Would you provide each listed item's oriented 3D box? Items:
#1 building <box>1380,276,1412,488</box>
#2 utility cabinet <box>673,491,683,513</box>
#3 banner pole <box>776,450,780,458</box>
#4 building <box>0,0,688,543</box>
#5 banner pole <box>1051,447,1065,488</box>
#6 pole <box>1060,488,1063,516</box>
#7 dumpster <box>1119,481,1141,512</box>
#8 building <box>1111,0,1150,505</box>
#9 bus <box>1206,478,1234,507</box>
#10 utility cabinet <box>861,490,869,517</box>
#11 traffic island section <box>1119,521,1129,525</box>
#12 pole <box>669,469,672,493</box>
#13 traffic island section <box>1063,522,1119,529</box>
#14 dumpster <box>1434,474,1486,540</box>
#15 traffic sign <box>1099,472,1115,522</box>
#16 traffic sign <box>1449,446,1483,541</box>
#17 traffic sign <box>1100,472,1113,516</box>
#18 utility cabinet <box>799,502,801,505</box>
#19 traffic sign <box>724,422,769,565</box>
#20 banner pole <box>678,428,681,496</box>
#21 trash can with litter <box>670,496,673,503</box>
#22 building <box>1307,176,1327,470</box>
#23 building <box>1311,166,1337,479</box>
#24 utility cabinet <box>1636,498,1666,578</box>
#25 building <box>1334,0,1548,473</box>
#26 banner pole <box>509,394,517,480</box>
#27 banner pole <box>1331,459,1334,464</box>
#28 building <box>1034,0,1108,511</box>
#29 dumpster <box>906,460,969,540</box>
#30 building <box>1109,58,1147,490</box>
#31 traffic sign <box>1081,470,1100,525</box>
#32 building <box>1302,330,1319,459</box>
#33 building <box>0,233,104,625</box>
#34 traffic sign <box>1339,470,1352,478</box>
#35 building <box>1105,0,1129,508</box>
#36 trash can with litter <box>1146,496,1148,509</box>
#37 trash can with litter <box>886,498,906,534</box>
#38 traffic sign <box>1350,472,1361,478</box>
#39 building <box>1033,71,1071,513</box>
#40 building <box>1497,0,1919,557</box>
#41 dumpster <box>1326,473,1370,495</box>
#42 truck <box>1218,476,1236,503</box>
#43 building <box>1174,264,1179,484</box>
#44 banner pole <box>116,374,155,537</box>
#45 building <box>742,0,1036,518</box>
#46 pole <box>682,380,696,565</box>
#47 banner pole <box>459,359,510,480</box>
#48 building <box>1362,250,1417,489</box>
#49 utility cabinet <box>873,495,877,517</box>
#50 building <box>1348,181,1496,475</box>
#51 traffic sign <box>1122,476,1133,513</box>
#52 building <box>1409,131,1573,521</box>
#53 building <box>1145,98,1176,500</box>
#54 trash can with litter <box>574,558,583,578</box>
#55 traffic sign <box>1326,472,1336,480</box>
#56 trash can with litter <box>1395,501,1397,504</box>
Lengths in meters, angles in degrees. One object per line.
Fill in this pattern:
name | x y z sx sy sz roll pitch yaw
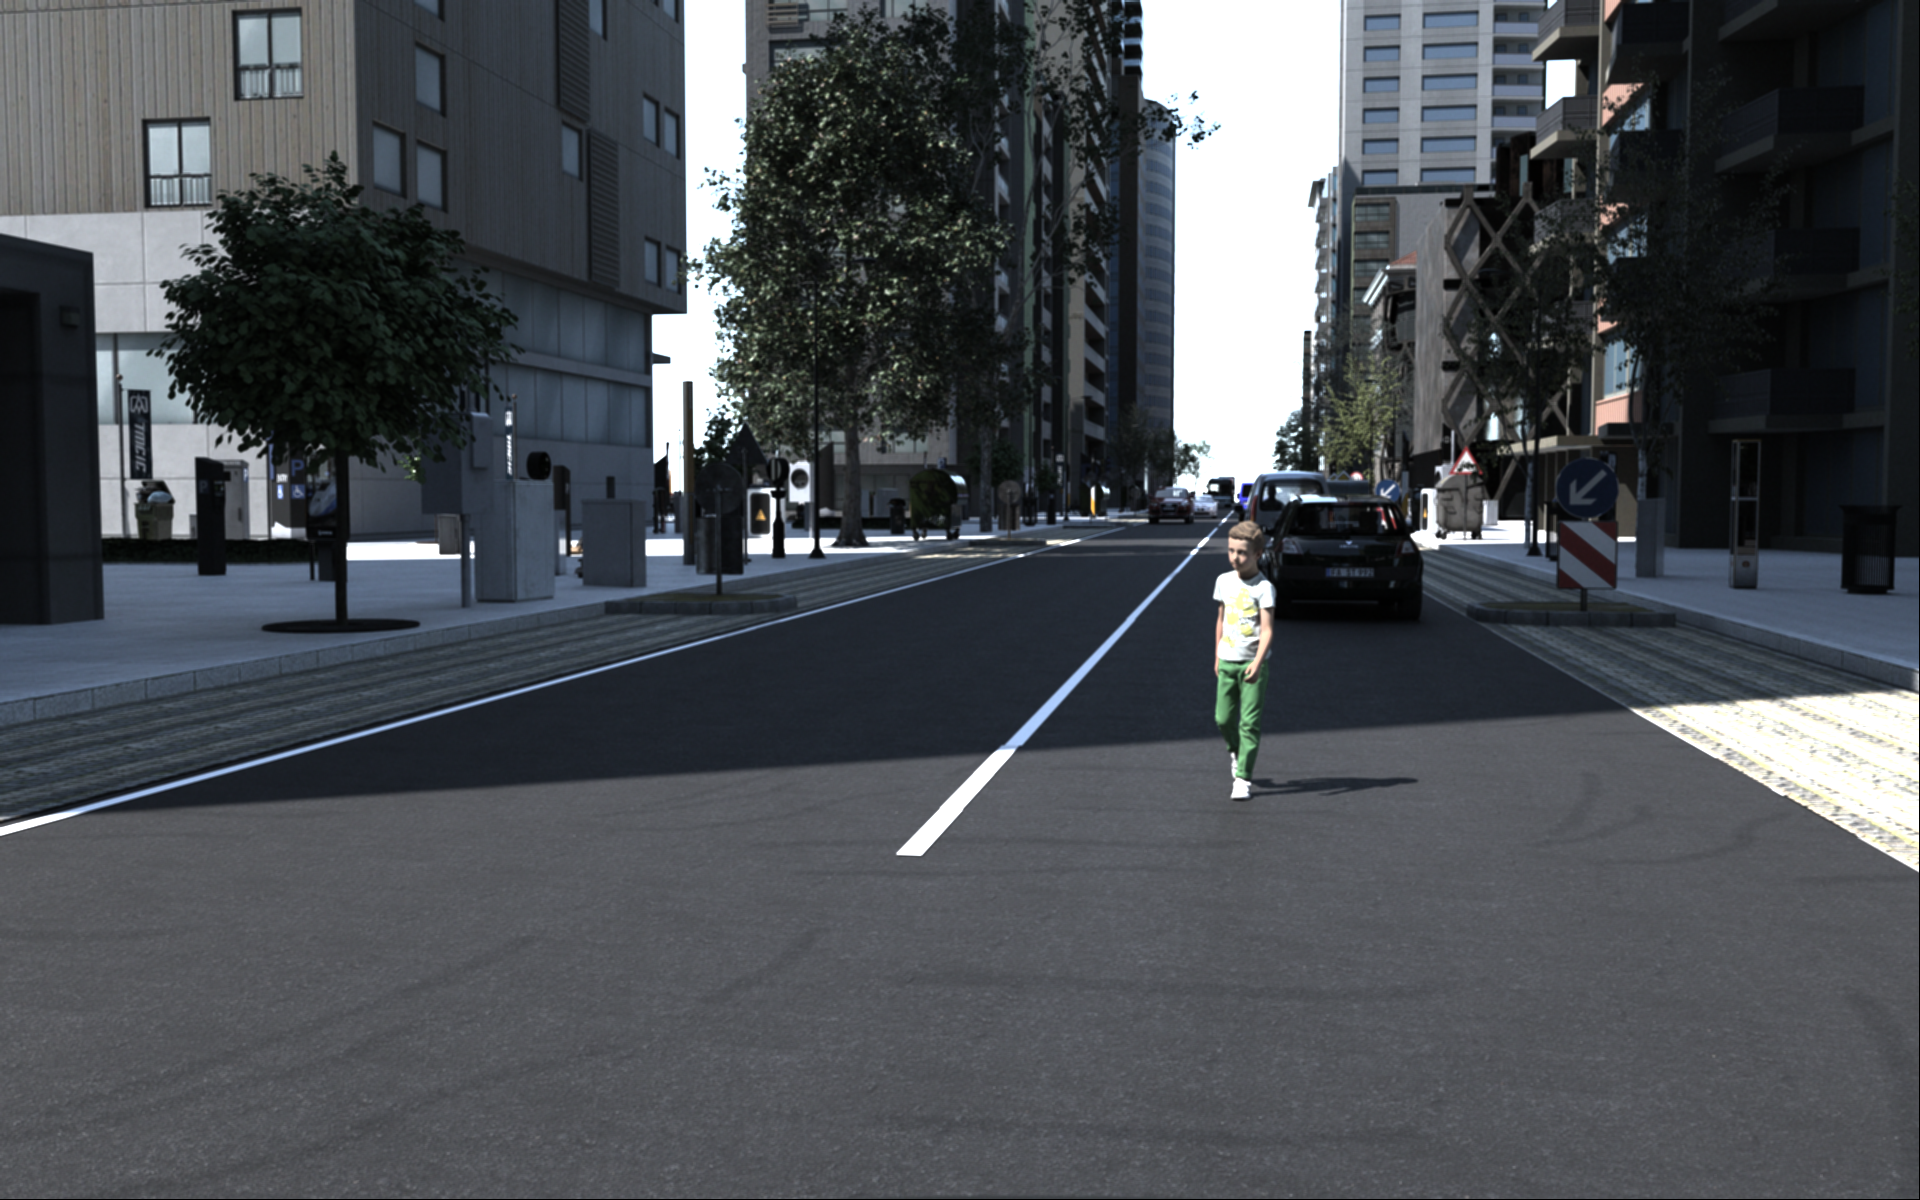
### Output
building | 37.898 -15.480 120.553 16.820 18.784 16.811 1 4 9
utility cabinet | -18.007 -6.238 110.674 0.318 1.500 1.173 0 4 6
banner pole | -7.347 -4.889 69.946 0.401 3.779 0.863 -1 4 -15
building | -26.144 -28.733 59.019 27.495 52.752 28.713 1 4 9
banner pole | 5.123 -6.211 91.559 0.863 3.779 0.401 0 4 -1
pole | 5.907 -6.531 100.631 0.158 3.312 0.155 0 3 0
dumpster | 12.486 -7.635 127.325 1.502 2.255 1.985 1 4 9
building | 11.783 -54.566 204.821 22.319 86.520 31.000 1 4 9
bus | 28.392 -11.896 189.353 2.948 3.499 13.247 1 4 9
utility cabinet | -5.078 -4.698 85.486 1.173 1.500 0.318 -2 4 -32
traffic island section | 6.769 -3.560 80.490 2.009 0.180 2.903 1 4 9
pole | -23.892 -9.126 143.048 0.158 3.312 0.155 0 3 0
traffic island section | 5.455 -3.078 72.613 2.009 0.180 2.903 1 4 9
dumpster | 14.084 -2.631 48.768 1.264 1.857 1.865 1 4 9
traffic sign | 6.794 -4.696 80.424 0.795 2.450 0.064 1 4 9
traffic sign | 13.729 -2.877 47.035 0.884 2.594 0.081 1 4 18
traffic sign | 8.558 -6.204 101.535 0.768 2.556 0.104 1 4 12
utility cabinet | -8.046 -4.927 91.714 1.020 1.237 0.306 2 4 30
traffic sign | -3.883 -1.918 31.355 0.884 2.594 0.081 1 4 16
banner pole | -10.744 -4.670 66.377 0.401 3.779 0.863 -1 4 -12
trash can with litter | -20.183 -7.128 127.601 2.233 1.210 1.678 2 4 34
building | 70.637 -42.180 278.874 28.713 52.752 27.495 1 4 9
building | 62.774 -38.616 250.975 23.786 49.044 30.456 1 4 9
utility cabinet | 10.765 -0.969 27.009 0.306 1.237 1.020 2 4 29
building | 50.671 -39.253 183.790 21.231 58.520 28.212 1 4 9
banner pole | -11.303 -3.284 43.707 0.401 3.779 0.863 -3 4 -37
banner pole | 26.470 -8.153 123.312 0.401 3.779 0.863 0 4 -1
building | 0.793 -31.900 145.266 21.300 48.544 21.600 1 4 9
dumpster | -0.649 -2.819 48.577 1.502 2.255 1.985 1 4 9
building | 12.275 -32.600 183.128 14.600 45.320 14.200 1 4 9
traffic sign | 5.479 -4.214 72.548 0.795 2.450 0.064 1 4 9
building | 66.543 -32.390 301.283 14.160 30.474 14.107 1 4 9
building | -19.588 -35.141 12.810 20.563 71.187 20.611 1 4 9
traffic sign | 15.680 -4.109 70.831 0.795 2.450 0.064 1 4 9
building | 6.013 -44.496 165.768 20.563 71.187 20.611 1 4 9
trash can with litter | 15.977 -8.392 148.602 0.624 1.170 1.055 0 4 -6
trash can with litter | -2.028 -2.688 55.343 0.624 1.170 1.055 0 4 1
traffic sign | 22.499 -6.009 98.358 0.768 2.556 0.104 1 4 17
building | -0.065 -21.290 119.799 14.160 30.474 14.107 1 4 9
building | 27.788 -23.940 46.043 22.147 44.769 28.867 1 4 9
dumpster | 15.149 -3.880 68.388 1.985 2.255 1.502 1 4 10
truck | 42.085 -17.401 273.411 2.839 4.237 11.283 1 4 11
building | 23.990 -40.711 285.224 23.786 49.044 30.456 1 4 9
banner pole | -17.422 -2.843 36.498 0.401 3.779 0.863 3 5 42
building | -3.548 -25.327 97.691 14.154 41.232 14.086 1 4 9
pole | -4.887 -2.284 31.189 0.158 3.312 0.155 0 3 0
banner pole | -8.176 -2.408 29.384 0.401 3.779 0.863 2 4 31
building | 38.912 -18.552 139.475 11.583 22.565 21.152 1 4 9
utility cabinet | -3.747 -4.321 81.807 0.306 1.237 1.020 -2 4 -28
building | 44.034 -24.006 164.194 14.160 30.474 14.107 1 4 9
traffic sign | 11.613 -7.324 119.855 0.768 2.556 0.104 1 4 12
building | 32.267 -13.431 87.050 16.811 18.784 16.820 1 4 9
building | 20.564 -43.628 255.312 21.231 58.520 28.212 1 4 9
trash can with litter | -5.496 -0.947 26.876 0.624 1.170 1.055 1 4 20
traffic sign | 16.994 -4.591 78.708 0.795 2.450 0.064 1 4 9
trash can with litter | 23.281 -4.998 93.108 0.624 1.170 1.055 3 5 43
